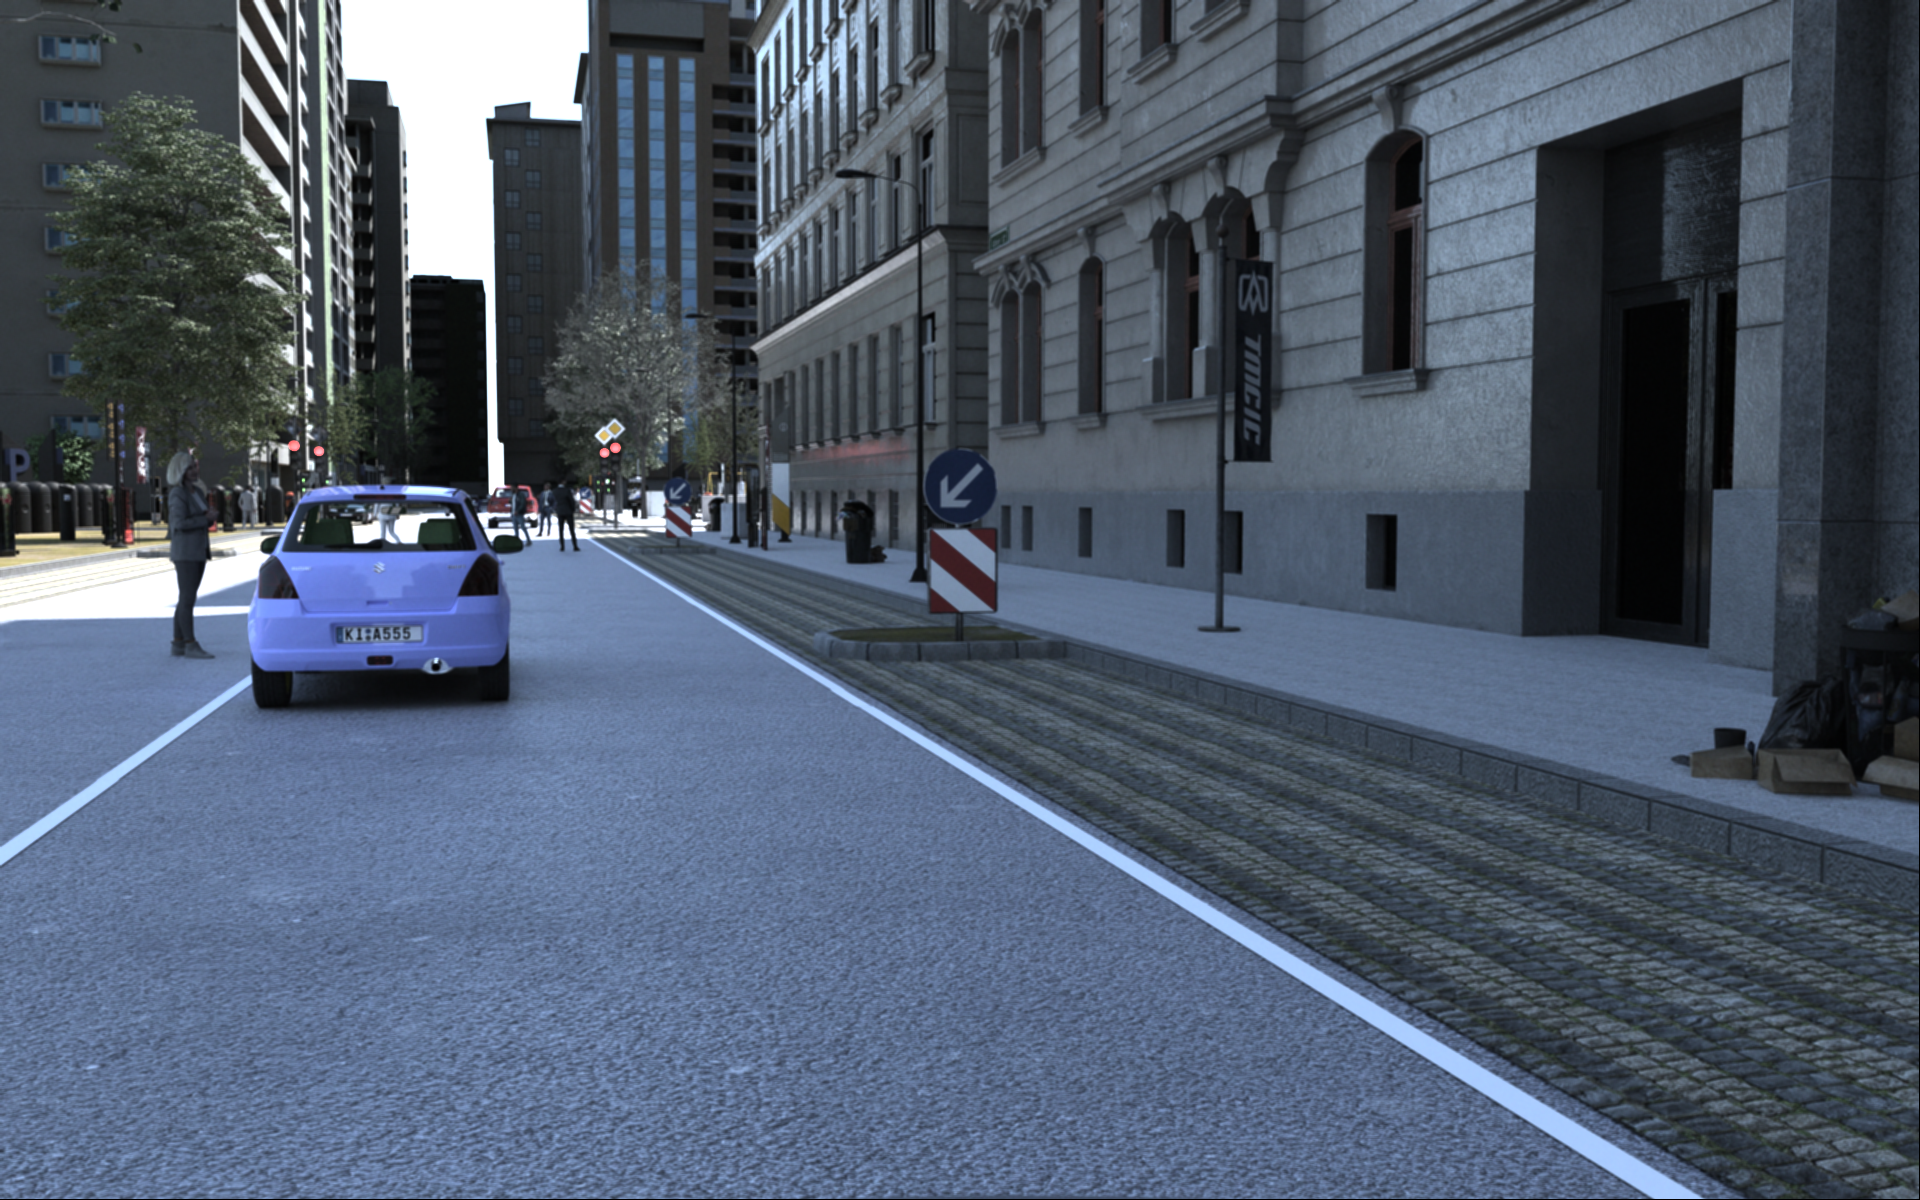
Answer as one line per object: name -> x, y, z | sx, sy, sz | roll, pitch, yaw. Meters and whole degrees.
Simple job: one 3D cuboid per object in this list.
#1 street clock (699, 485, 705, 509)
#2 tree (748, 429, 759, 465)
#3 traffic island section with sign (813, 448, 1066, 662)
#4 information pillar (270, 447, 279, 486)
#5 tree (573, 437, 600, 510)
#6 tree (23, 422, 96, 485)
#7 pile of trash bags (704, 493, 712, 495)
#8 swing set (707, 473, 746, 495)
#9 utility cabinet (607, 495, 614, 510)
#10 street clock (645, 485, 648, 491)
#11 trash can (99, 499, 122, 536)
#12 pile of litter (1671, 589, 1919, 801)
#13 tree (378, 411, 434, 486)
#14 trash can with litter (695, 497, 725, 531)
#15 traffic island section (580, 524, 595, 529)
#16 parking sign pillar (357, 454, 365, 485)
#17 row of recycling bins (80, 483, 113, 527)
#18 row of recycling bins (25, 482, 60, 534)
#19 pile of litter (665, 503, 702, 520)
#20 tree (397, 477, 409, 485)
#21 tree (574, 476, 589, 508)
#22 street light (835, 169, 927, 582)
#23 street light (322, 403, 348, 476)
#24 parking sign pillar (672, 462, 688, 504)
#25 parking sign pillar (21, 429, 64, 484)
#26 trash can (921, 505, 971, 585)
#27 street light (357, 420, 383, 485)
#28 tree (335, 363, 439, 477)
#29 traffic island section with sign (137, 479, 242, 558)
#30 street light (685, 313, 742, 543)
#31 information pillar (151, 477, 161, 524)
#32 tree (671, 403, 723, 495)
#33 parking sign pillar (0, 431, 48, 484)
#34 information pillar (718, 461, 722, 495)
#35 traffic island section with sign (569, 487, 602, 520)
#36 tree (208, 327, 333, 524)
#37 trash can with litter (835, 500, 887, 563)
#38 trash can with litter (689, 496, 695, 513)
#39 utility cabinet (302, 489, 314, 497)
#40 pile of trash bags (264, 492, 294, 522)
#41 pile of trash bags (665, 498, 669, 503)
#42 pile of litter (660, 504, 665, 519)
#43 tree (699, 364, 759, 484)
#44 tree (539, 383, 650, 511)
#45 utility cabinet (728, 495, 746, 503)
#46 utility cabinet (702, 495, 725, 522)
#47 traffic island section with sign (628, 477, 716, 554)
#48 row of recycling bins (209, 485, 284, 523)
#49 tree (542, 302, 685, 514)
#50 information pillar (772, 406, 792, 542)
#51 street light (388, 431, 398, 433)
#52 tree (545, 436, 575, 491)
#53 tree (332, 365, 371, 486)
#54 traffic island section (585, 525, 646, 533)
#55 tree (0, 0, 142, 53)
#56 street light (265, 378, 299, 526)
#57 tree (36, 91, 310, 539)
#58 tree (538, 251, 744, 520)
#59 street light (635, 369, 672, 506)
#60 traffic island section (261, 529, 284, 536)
street clock -> -21.419, -8.523, 143.928 | 0.358, 2.002, 0.471 | 2, 4, 32
tree -> -14.759, -11.587, 139.814 | 4.737, 8.622, 4.395 | 0, 3, 0
traffic island section with sign -> -0.283, -0.433, 15.709 | 1.989, 1.847, 2.006 | -1, 4, -14
information pillar -> -34.418, -5.852, 87.035 | 0.504, 3.616, 0.183 | 2, 4, 30
tree -> -29.742, -11.607, 140.144 | 4.737, 8.622, 4.395 | 0, 3, 0
tree -> -41.241, -5.852, 79.387 | 4.285, 4.588, 4.351 | 0, 3, 0
pile of trash bags -> -13.887, -5.821, 104.925 | 3.447, 1.369, 1.912 | 0, 4, 3
swing set -> -16.966, -7.969, 127.905 | 3.119, 2.851, 2.862 | -1, 4, -21
utility cabinet -> -28.070, -7.815, 138.930 | 1.020, 1.237, 0.306 | 0, 4, -8
street clock -> -25.980, -8.470, 143.047 | 0.358, 2.002, 0.471 | 2, 4, 31
trash can -> -25.642, -2.493, 52.419 | 0.748, 1.137, 0.748 | 0, 3, 0
pile of litter -> 4.000, 0.392, 7.556 | 1.176, 0.858, 1.719 | -2, 4, -24
tree -> -50.209, -12.680, 157.686 | 4.360, 8.622, 3.978 | 0, 3, 0
trash can with litter -> -8.531, -2.959, 59.768 | 0.624, 1.170, 1.055 | -2, 4, -34
traffic island section -> -14.698, -3.031, 71.840 | 2.009, 0.180, 2.903 | -1, 4, -14
parking sign pillar -> -40.637, -7.890, 117.470 | 1.447, 3.967, 1.447 | -1, 4, -22
row of recycling bins -> -34.067, -3.694, 67.517 | 1.069, 1.692, 3.534 | 0, 4, 2
row of recycling bins -> -30.606, -3.033, 56.710 | 1.069, 1.692, 3.534 | 1, 4, 10
pile of litter -> -13.534, -4.421, 86.242 | 1.719, 0.858, 1.176 | 3, 4, 36
tree -> -55.891, -11.009, 174.605 | 1.663, 3.219, 1.824 | 0, 3, 0
tree -> -35.271, -10.140, 160.383 | 1.663, 3.219, 1.824 | 0, 3, 0
street light -> -1.106, -3.211, 25.047 | 1.470, 5.913, 1.316 | -1, 4, -14
street light -> -31.995, -7.102, 88.663 | 1.470, 5.913, 1.316 | -1, 4, -14
parking sign pillar -> -23.416, -9.569, 144.927 | 1.447, 3.967, 1.447 | 2, 4, 24
parking sign pillar -> -37.843, -5.115, 72.107 | 1.447, 3.967, 1.447 | 3, 4, 37
trash can -> -0.149, -0.715, 23.339 | 0.748, 1.137, 0.748 | 0, 3, 0
street light -> -37.111, -8.312, 108.438 | 1.470, 5.913, 1.316 | -1, 4, -14
tree -> -45.118, -12.871, 136.188 | 9.928, 11.665, 9.643 | 0, 3, 0
traffic island section with sign -> -17.605, -1.899, 39.673 | 1.989, 1.847, 2.006 | -1, 4, -14
street light -> -6.380, -4.420, 44.809 | 1.470, 5.913, 1.316 | -1, 4, -14
information pillar -> -35.052, -4.343, 75.494 | 0.304, 2.012, 0.304 | -3, 5, -44
tree -> -20.245, -11.328, 135.574 | 4.737, 8.622, 4.395 | 0, 3, 0
parking sign pillar -> -40.437, -5.247, 74.259 | 1.447, 3.967, 1.447 | 1, 4, 17
information pillar -> -17.216, -8.123, 124.170 | 0.183, 3.616, 0.504 | -2, 4, -31
traffic island section with sign -> -20.872, -5.334, 95.838 | 1.989, 1.847, 2.006 | -1, 4, -14
tree -> -29.990, -7.544, 73.704 | 4.737, 8.622, 4.395 | 0, 3, 0
trash can with litter -> -1.818, -1.276, 32.251 | 0.624, 1.170, 1.055 | 2, 4, 26
trash can with litter -> -17.108, -6.215, 113.001 | 1.055, 1.170, 0.624 | -3, 5, -39
utility cabinet -> -31.244, -4.561, 83.246 | 0.318, 1.500, 1.173 | -3, 5, -43
pile of trash bags -> -31.172, -4.299, 80.037 | 1.912, 1.369, 3.447 | -1, 4, -14
pile of trash bags -> -21.844, -7.110, 125.999 | 1.912, 1.369, 3.447 | -2, 4, -29
pile of litter -> -14.981, -4.658, 90.122 | 1.176, 0.858, 1.719 | -2, 4, -28
tree -> -12.730, -9.015, 97.761 | 4.360, 8.622, 3.978 | 0, 3, 0
tree -> -27.862, -12.162, 133.269 | 8.767, 10.594, 7.601 | -2, 4, -23
utility cabinet -> -11.874, -4.982, 92.613 | 1.020, 1.237, 0.306 | -2, 4, -29
utility cabinet -> -11.186, -4.122, 78.556 | 1.020, 1.237, 0.306 | -1, 4, -18
traffic island section with sign -> -6.984, -2.030, 41.821 | 1.989, 1.847, 2.006 | -1, 4, -14
row of recycling bins -> -31.572, -4.246, 76.540 | 3.534, 1.692, 1.069 | 0, 4, 8
tree -> -22.630, -12.671, 113.831 | 9.857, 13.997, 8.962 | 0, 3, 0
information pillar -> -4.766, -3.357, 46.247 | 0.504, 3.616, 0.183 | 0, 4, 8
street light -> -42.304, -9.518, 128.166 | 1.470, 5.913, 1.316 | -1, 4, -14
tree -> -49.864, -16.283, 216.595 | 4.360, 8.622, 3.978 | 0, 3, 0
tree -> -34.988, -8.981, 97.210 | 4.737, 8.622, 4.395 | 0, 3, 0
traffic island section -> -12.709, -2.558, 64.105 | 2.009, 0.180, 2.903 | -1, 4, -14
tree -> -17.397, -10.338, 24.912 | 12.611, 20.169, 13.585 | 0, 3, 0
street light -> -27.051, -5.908, 69.137 | 1.470, 5.913, 1.316 | -1, 4, -14
tree -> -22.565, -8.062, 49.938 | 7.486, 12.596, 7.792 | 0, 3, 0
tree -> -16.089, -10.837, 87.555 | 12.009, 13.543, 11.850 | 0, 3, 0
street light -> -11.338, -5.614, 64.332 | 1.470, 5.913, 1.316 | -1, 4, -14
traffic island section -> -23.502, -2.389, 61.346 | 2.009, 0.180, 2.903 | -1, 4, -14
